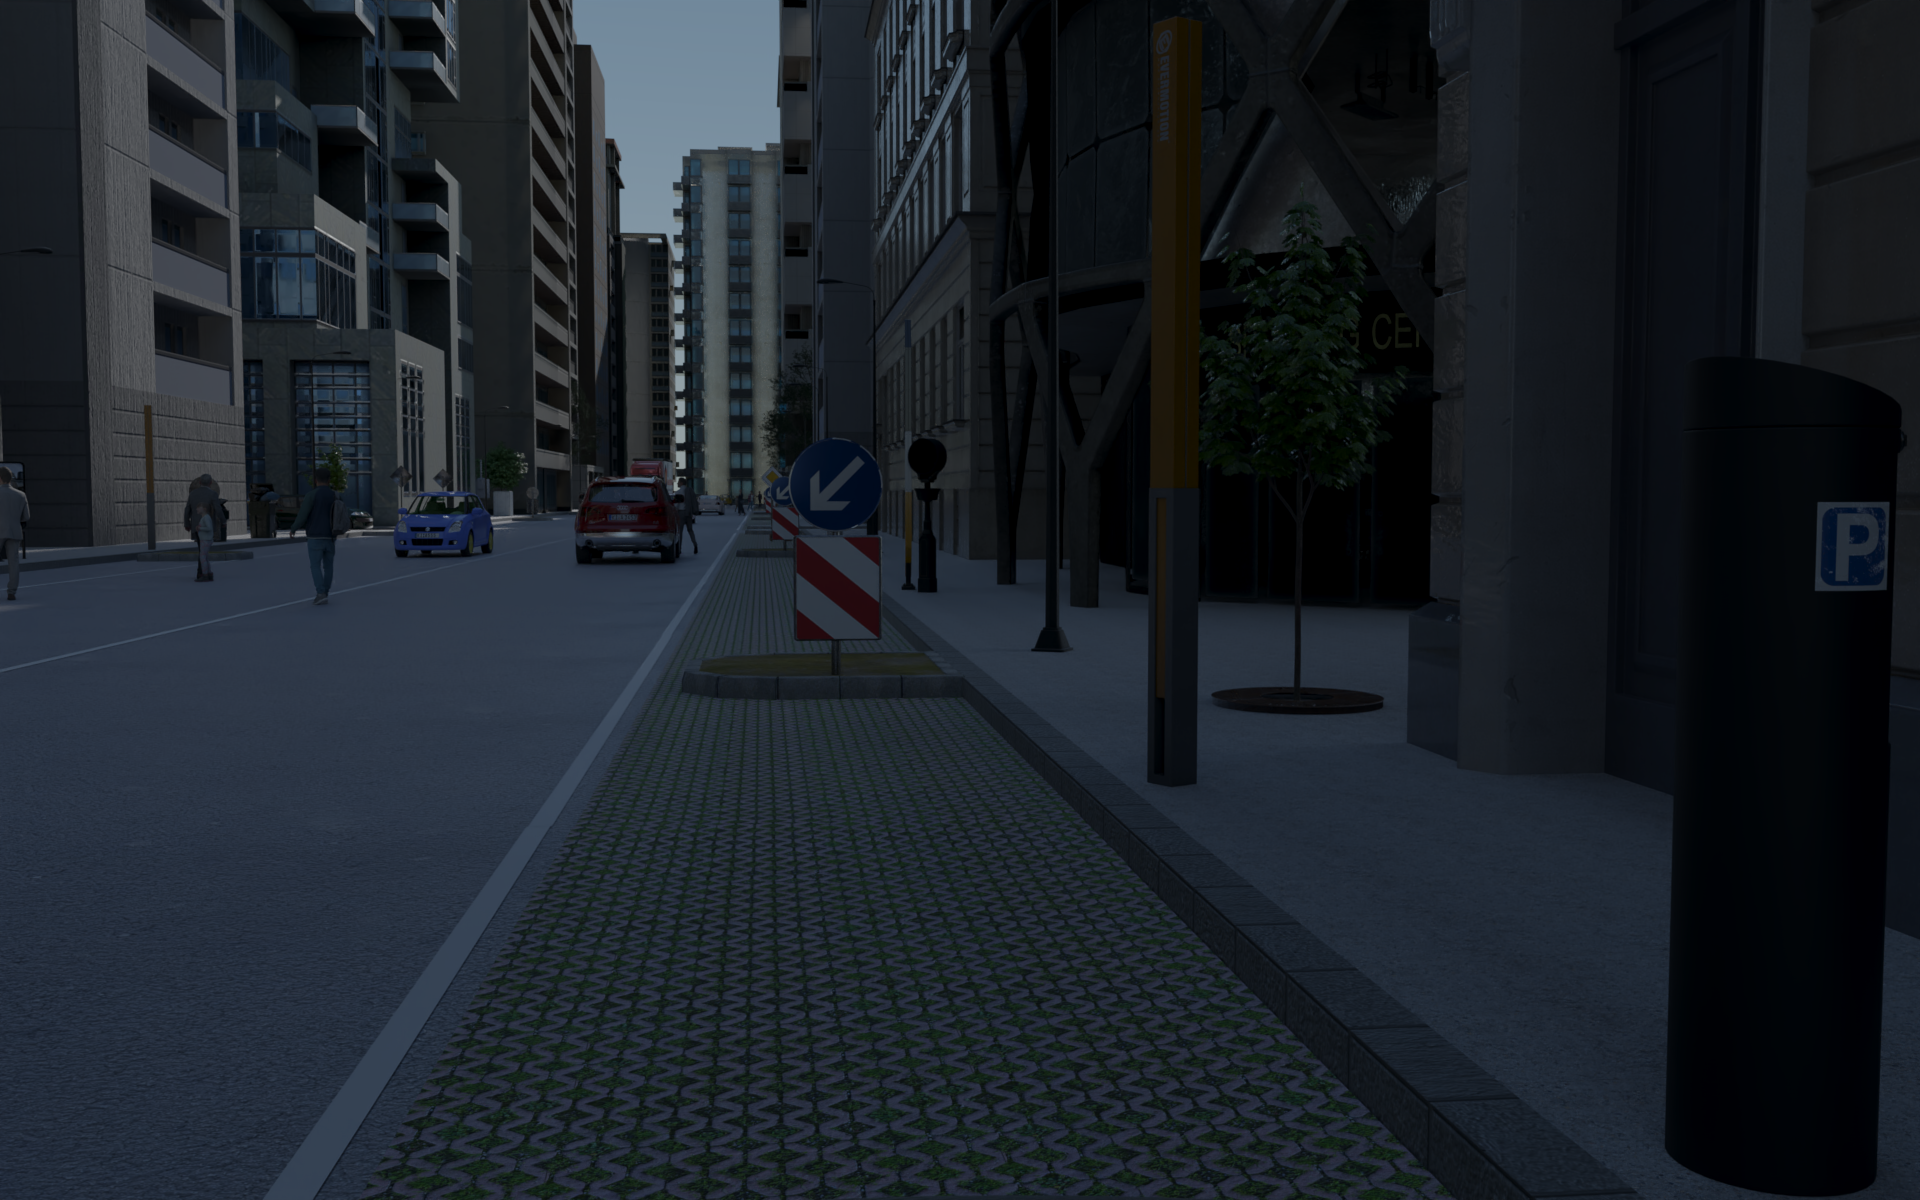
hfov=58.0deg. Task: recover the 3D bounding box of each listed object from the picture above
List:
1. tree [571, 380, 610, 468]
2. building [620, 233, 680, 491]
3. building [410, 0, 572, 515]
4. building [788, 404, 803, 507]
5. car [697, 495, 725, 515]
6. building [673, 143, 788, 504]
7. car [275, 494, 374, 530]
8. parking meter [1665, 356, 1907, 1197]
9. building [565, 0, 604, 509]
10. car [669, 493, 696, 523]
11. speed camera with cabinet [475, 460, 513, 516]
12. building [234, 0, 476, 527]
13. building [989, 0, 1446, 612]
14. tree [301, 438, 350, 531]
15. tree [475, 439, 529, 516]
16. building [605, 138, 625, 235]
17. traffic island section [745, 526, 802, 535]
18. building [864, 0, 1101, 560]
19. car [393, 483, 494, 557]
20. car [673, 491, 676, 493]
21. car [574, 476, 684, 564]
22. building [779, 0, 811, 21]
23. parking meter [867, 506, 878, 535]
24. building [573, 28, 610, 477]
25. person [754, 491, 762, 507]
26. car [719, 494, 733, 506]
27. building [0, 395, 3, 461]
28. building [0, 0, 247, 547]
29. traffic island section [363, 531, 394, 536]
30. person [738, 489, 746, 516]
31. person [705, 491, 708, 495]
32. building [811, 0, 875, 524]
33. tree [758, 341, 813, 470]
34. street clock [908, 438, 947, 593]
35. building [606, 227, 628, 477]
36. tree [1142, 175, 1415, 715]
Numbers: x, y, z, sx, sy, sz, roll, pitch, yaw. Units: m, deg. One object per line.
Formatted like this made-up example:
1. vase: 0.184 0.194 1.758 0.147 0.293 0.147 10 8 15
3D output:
1. tree: -30.834 -12.079 131.901 8.767 10.594 7.601 0 4 -8
2. building: -51.679 -33.544 240.332 23.993 40.220 32.217 0 4 -7
3. building: -38.009 -30.035 114.770 21.300 48.544 21.600 0 4 -7
4. building: -5.873 -33.254 167.402 21.300 48.544 21.600 0 4 -7
5. car: -17.037 -6.454 117.887 2.083 1.381 4.827 0 4 -5
6. building: -23.816 -37.890 239.115 30.456 49.044 23.786 0 4 -7
7. car: -23.805 -3.297 63.698 4.222 1.686 2.009 0 4 -7
8. parking meter: 1.560 0.313 3.296 0.372 1.533 0.369 0 3 0
9. building: -42.352 -43.620 151.439 20.563 71.187 20.611 0 4 -7
10. car: -13.693 -4.540 83.269 2.155 1.783 4.494 0 4 -5
11. speed camera with cabinet: -26.895 -6.460 99.964 2.038 3.252 0.660 0 4 4
12. building: -34.887 -46.901 79.508 22.319 86.520 31.000 0 4 -7
13. building: 8.686 -9.574 23.992 16.820 18.784 16.811 0 4 -7
14. tree: -21.568 -3.984 59.743 1.663 3.219 1.824 0 3 0
15. tree: -27.474 -7.361 104.058 4.285 4.588 4.351 0 3 0
16. building: -53.067 -33.675 205.202 28.867 44.769 22.147 0 4 -7
17. traffic island section: -6.685 -2.433 62.060 2.009 0.180 2.903 0 4 -7
18. building: 5.772 -13.131 47.982 16.112 22.955 30.059 0 4 -7
19. car: -12.070 -1.894 40.550 1.945 1.707 3.694 0 4 -5
20. car: -33.084 -11.864 202.649 2.281 1.827 5.304 0 4 -6
21. car: -7.100 -1.750 37.278 2.281 1.827 5.304 0 4 -7
22. building: 0.496 -32.846 126.273 28.713 52.752 27.495 0 4 -7
23. parking meter: -2.375 -2.522 46.938 0.255 1.863 0.399 1 4 9
24. building: -42.218 -31.781 169.730 14.600 45.320 14.200 0 4 -7
25. person: -22.186 -11.107 190.622 0.750 1.759 0.617 -2 4 -31
26. car: -29.000 -12.457 213.887 2.015 1.641 3.980 0 4 -6
27. building: -26.997 -15.751 29.233 14.160 30.474 14.107 0 4 -7
28. building: -36.000 -30.891 47.075 28.212 58.520 21.231 0 4 -7
29. traffic island section: -19.543 -2.344 60.598 2.009 0.180 2.903 0 4 -7
30. person: -14.605 -6.521 115.544 0.576 1.772 0.534 2 4 32
31. person: -28.237 -11.273 193.369 0.434 1.755 0.990 -2 4 -28
32. building: 7.555 -32.848 79.064 28.212 58.520 21.231 0 4 -7
33. tree: -9.155 -10.531 106.590 7.601 10.594 8.767 -3 5 -42
34. street clock: -0.424 -1.100 22.549 0.471 2.002 0.358 2 4 33
35. building: -43.214 -25.266 184.795 14.160 30.474 14.107 0 4 -7
36. tree: 2.164 -0.976 10.561 1.663 3.219 1.824 0 3 0
